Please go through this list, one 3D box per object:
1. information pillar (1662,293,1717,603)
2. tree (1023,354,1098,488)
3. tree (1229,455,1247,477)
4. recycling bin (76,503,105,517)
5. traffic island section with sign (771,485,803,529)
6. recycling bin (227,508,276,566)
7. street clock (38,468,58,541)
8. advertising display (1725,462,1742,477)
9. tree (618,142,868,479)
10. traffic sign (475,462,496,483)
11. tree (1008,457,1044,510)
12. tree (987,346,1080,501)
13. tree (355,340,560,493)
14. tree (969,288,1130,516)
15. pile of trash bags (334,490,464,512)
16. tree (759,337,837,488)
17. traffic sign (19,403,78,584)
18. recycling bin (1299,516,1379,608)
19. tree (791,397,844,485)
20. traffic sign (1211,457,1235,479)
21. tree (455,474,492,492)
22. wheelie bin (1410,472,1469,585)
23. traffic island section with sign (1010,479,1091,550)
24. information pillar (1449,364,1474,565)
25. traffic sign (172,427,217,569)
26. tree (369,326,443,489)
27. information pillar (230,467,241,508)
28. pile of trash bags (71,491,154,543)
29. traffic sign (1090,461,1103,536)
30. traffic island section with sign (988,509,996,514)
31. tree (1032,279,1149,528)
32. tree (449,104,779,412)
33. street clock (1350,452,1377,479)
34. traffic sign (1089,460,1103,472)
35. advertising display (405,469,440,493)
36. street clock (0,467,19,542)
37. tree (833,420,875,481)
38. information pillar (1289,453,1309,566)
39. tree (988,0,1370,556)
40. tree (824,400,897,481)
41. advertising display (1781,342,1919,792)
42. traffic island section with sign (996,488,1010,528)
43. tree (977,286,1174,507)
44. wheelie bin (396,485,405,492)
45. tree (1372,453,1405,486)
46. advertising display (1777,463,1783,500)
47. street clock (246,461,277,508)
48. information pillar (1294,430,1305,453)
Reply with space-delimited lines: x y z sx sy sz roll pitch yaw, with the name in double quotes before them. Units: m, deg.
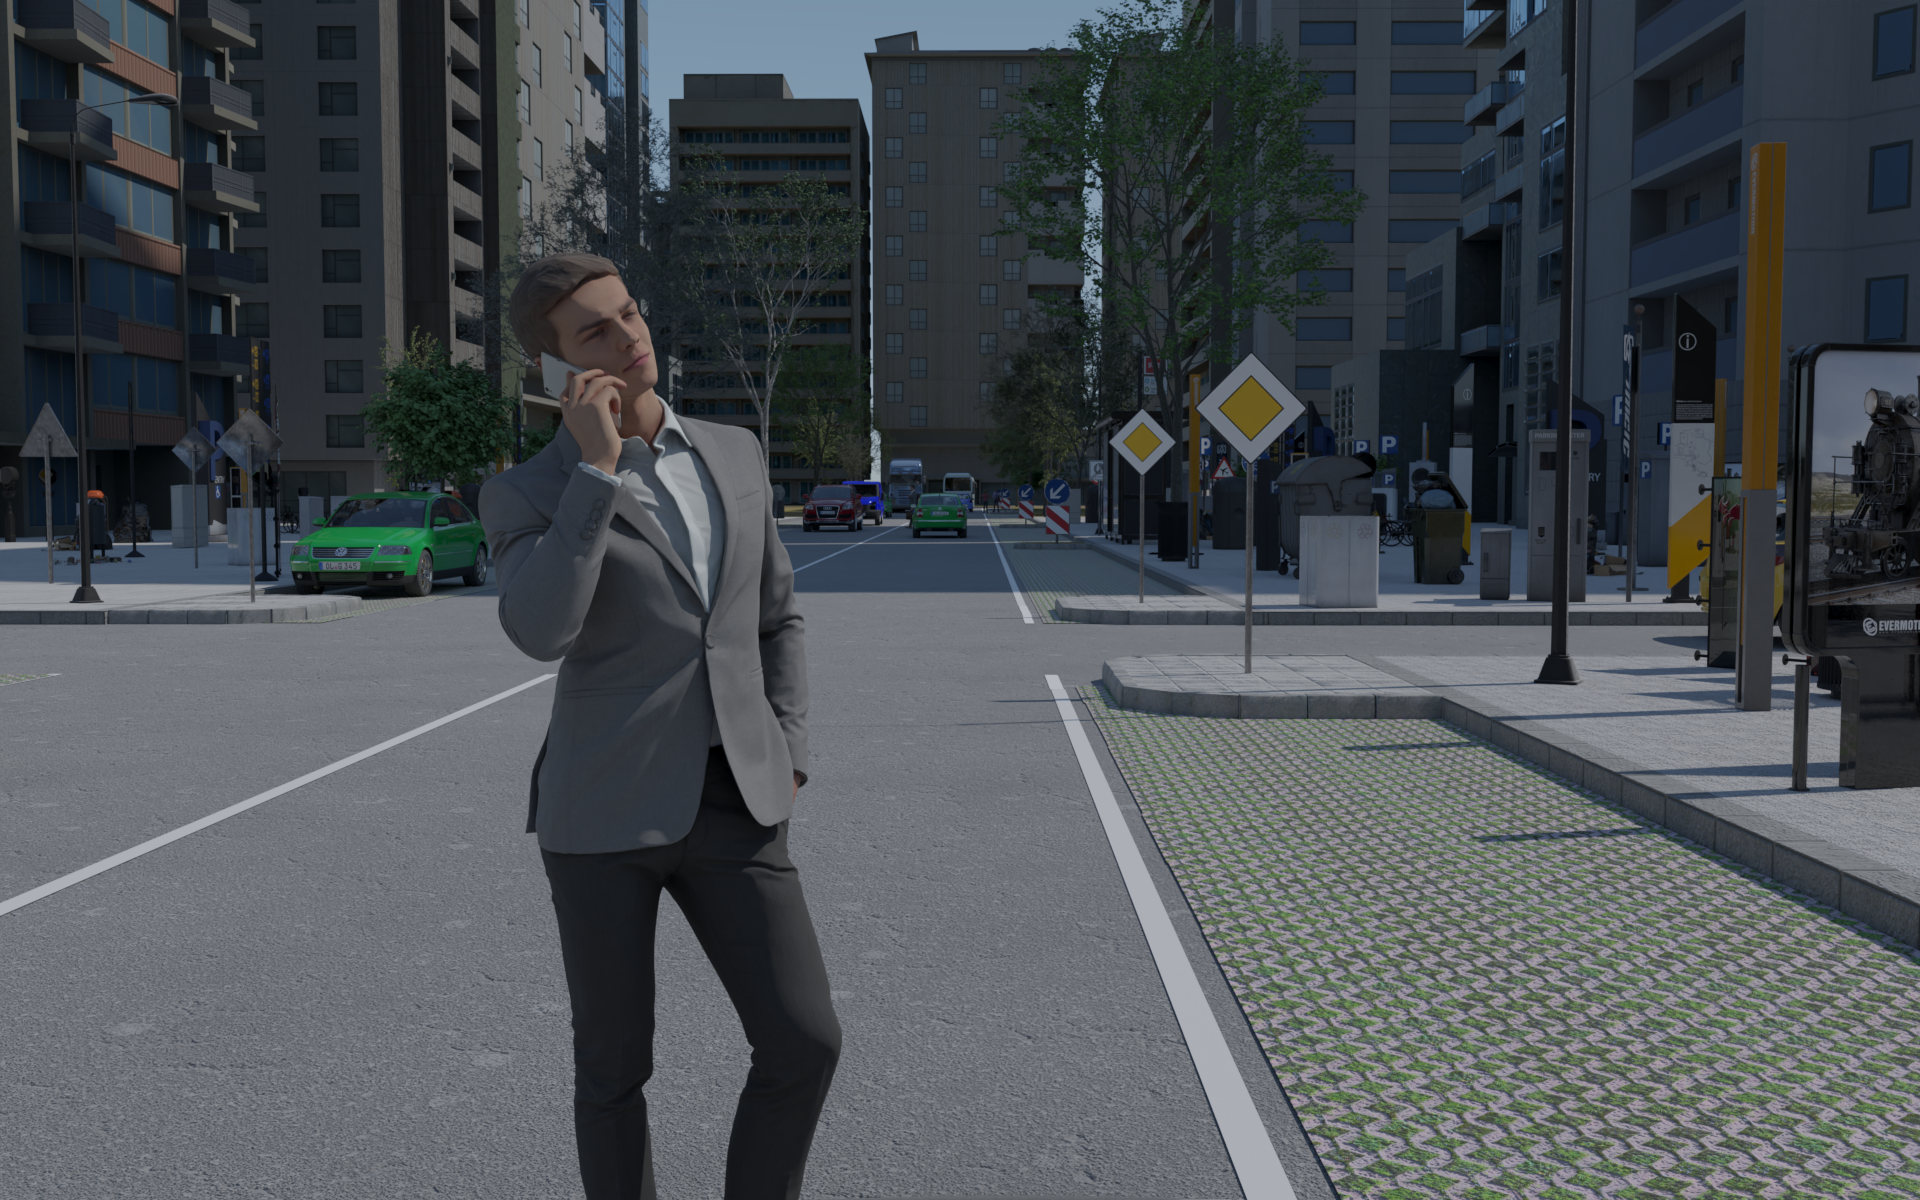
"information pillar" 8.573 -1.771 20.315 0.504 3.616 0.183 0 4 3
"tree" 4.967 -8.335 86.634 4.737 8.622 4.395 0 3 0
"tree" 12.384 -4.981 76.047 1.663 3.219 1.824 0 3 0
"recycling bin" -24.522 -2.222 48.876 0.722 1.027 0.722 -2 4 -28
"traffic island section with sign" -7.584 -3.879 72.044 1.989 1.847 2.006 0 4 1
"recycling bin" -12.784 -1.149 31.335 0.722 1.027 0.722 -3 4 -39
"street clock" -24.926 -2.618 47.379 0.471 2.002 0.358 -2 4 -30
"advertising display" 15.286 -1.804 34.714 0.974 1.923 0.123 3 5 40
"tree" -11.944 -14.618 94.897 12.611 20.169 13.585 0 3 0
"traffic sign" -12.841 -2.867 46.882 0.884 2.594 0.081 0 4 8
"tree" 5.675 -9.590 140.505 4.285 4.588 4.351 0 3 0
"tree" 5.791 -13.146 133.060 7.486 12.596 7.792 0 3 0
"tree" -11.113 -3.265 37.096 4.285 4.588 4.351 0 3 0
"tree" 5.223 -11.818 103.595 12.009 13.543 11.850 0 3 0
"pile of trash bags" -13.567 -1.961 41.822 3.447 1.369 1.912 1 4 14
"tree" -9.351 -11.502 113.817 9.928 11.665 9.643 0 3 0
"traffic sign" -13.004 -1.511 24.706 0.884 2.594 0.081 0 4 6
"recycling bin" 4.324 -0.442 19.787 0.722 1.027 0.722 0 4 -6
"tree" -10.540 -10.973 129.765 4.737 8.622 4.395 0 3 0
"traffic sign" 9.165 -3.680 60.173 0.884 2.594 0.081 0 4 3
"tree" -20.330 -4.690 71.278 1.663 3.219 1.824 0 3 0
"wheelie bin" 6.814 -1.028 24.710 0.693 1.594 0.980 0 4 -6
"traffic island section with sign" 2.397 -2.235 45.165 1.989 1.847 2.006 0 4 1
"information pillar" 9.010 -2.432 31.115 0.504 3.616 0.183 -2 4 -29
"traffic sign" -13.158 -1.749 29.782 0.795 2.450 0.064 0 4 5
"tree" -24.264 -7.725 76.671 4.737 8.622 4.395 0 3 0
"information pillar" -19.740 -2.622 47.355 0.304 2.012 0.304 0 4 -6
"pile of trash bags" -22.215 -2.165 45.143 1.912 1.369 3.447 -1 4 -16
"traffic sign" 4.279 -3.124 53.203 0.606 2.300 0.079 0 4 2
"traffic island section with sign" 3.113 -6.992 122.942 1.989 1.847 2.006 0 4 1
"tree" 4.732 -6.674 59.490 4.360 8.622 3.978 0 3 0
"tree" -10.492 -8.784 53.983 12.009 13.543 11.850 0 3 0
"street clock" 6.912 -1.546 29.843 0.471 2.002 0.358 0 4 -2
"traffic sign" 5.222 -3.961 64.863 0.768 2.556 0.104 0 4 3
"advertising display" -12.444 -2.144 40.270 0.123 1.923 0.974 3 4 36
"street clock" -25.205 -2.529 45.914 0.471 2.002 0.358 1 4 14
"tree" -10.242 -12.958 162.225 4.360 8.622 3.978 0 3 0
"information pillar" 6.094 -1.629 31.124 0.304 2.012 0.304 1 4 15
"tree" 4.402 -6.754 36.187 9.928 11.665 9.643 0 3 0
"tree" -10.210 -14.570 172.632 8.767 10.594 7.601 1 4 8
"advertising display" 4.045 -0.142 7.539 0.974 1.923 0.123 -1 4 -13
"traffic island section with sign" 2.647 -3.923 72.776 1.989 1.847 2.006 0 4 1
"tree" 5.360 -8.817 78.565 8.767 10.594 7.601 0 4 -6
"wheelie bin" -20.293 -3.367 62.954 0.693 1.594 0.980 -1 4 -23
"tree" 16.949 -4.595 69.733 1.663 3.219 1.824 0 3 0
"advertising display" 16.685 -1.871 35.797 0.974 1.923 0.123 2 4 25
"street clock" -14.655 -1.937 36.247 0.358 2.002 0.471 3 5 42
"information pillar" 12.358 -4.399 63.280 0.504 3.616 0.183 -1 4 -14
